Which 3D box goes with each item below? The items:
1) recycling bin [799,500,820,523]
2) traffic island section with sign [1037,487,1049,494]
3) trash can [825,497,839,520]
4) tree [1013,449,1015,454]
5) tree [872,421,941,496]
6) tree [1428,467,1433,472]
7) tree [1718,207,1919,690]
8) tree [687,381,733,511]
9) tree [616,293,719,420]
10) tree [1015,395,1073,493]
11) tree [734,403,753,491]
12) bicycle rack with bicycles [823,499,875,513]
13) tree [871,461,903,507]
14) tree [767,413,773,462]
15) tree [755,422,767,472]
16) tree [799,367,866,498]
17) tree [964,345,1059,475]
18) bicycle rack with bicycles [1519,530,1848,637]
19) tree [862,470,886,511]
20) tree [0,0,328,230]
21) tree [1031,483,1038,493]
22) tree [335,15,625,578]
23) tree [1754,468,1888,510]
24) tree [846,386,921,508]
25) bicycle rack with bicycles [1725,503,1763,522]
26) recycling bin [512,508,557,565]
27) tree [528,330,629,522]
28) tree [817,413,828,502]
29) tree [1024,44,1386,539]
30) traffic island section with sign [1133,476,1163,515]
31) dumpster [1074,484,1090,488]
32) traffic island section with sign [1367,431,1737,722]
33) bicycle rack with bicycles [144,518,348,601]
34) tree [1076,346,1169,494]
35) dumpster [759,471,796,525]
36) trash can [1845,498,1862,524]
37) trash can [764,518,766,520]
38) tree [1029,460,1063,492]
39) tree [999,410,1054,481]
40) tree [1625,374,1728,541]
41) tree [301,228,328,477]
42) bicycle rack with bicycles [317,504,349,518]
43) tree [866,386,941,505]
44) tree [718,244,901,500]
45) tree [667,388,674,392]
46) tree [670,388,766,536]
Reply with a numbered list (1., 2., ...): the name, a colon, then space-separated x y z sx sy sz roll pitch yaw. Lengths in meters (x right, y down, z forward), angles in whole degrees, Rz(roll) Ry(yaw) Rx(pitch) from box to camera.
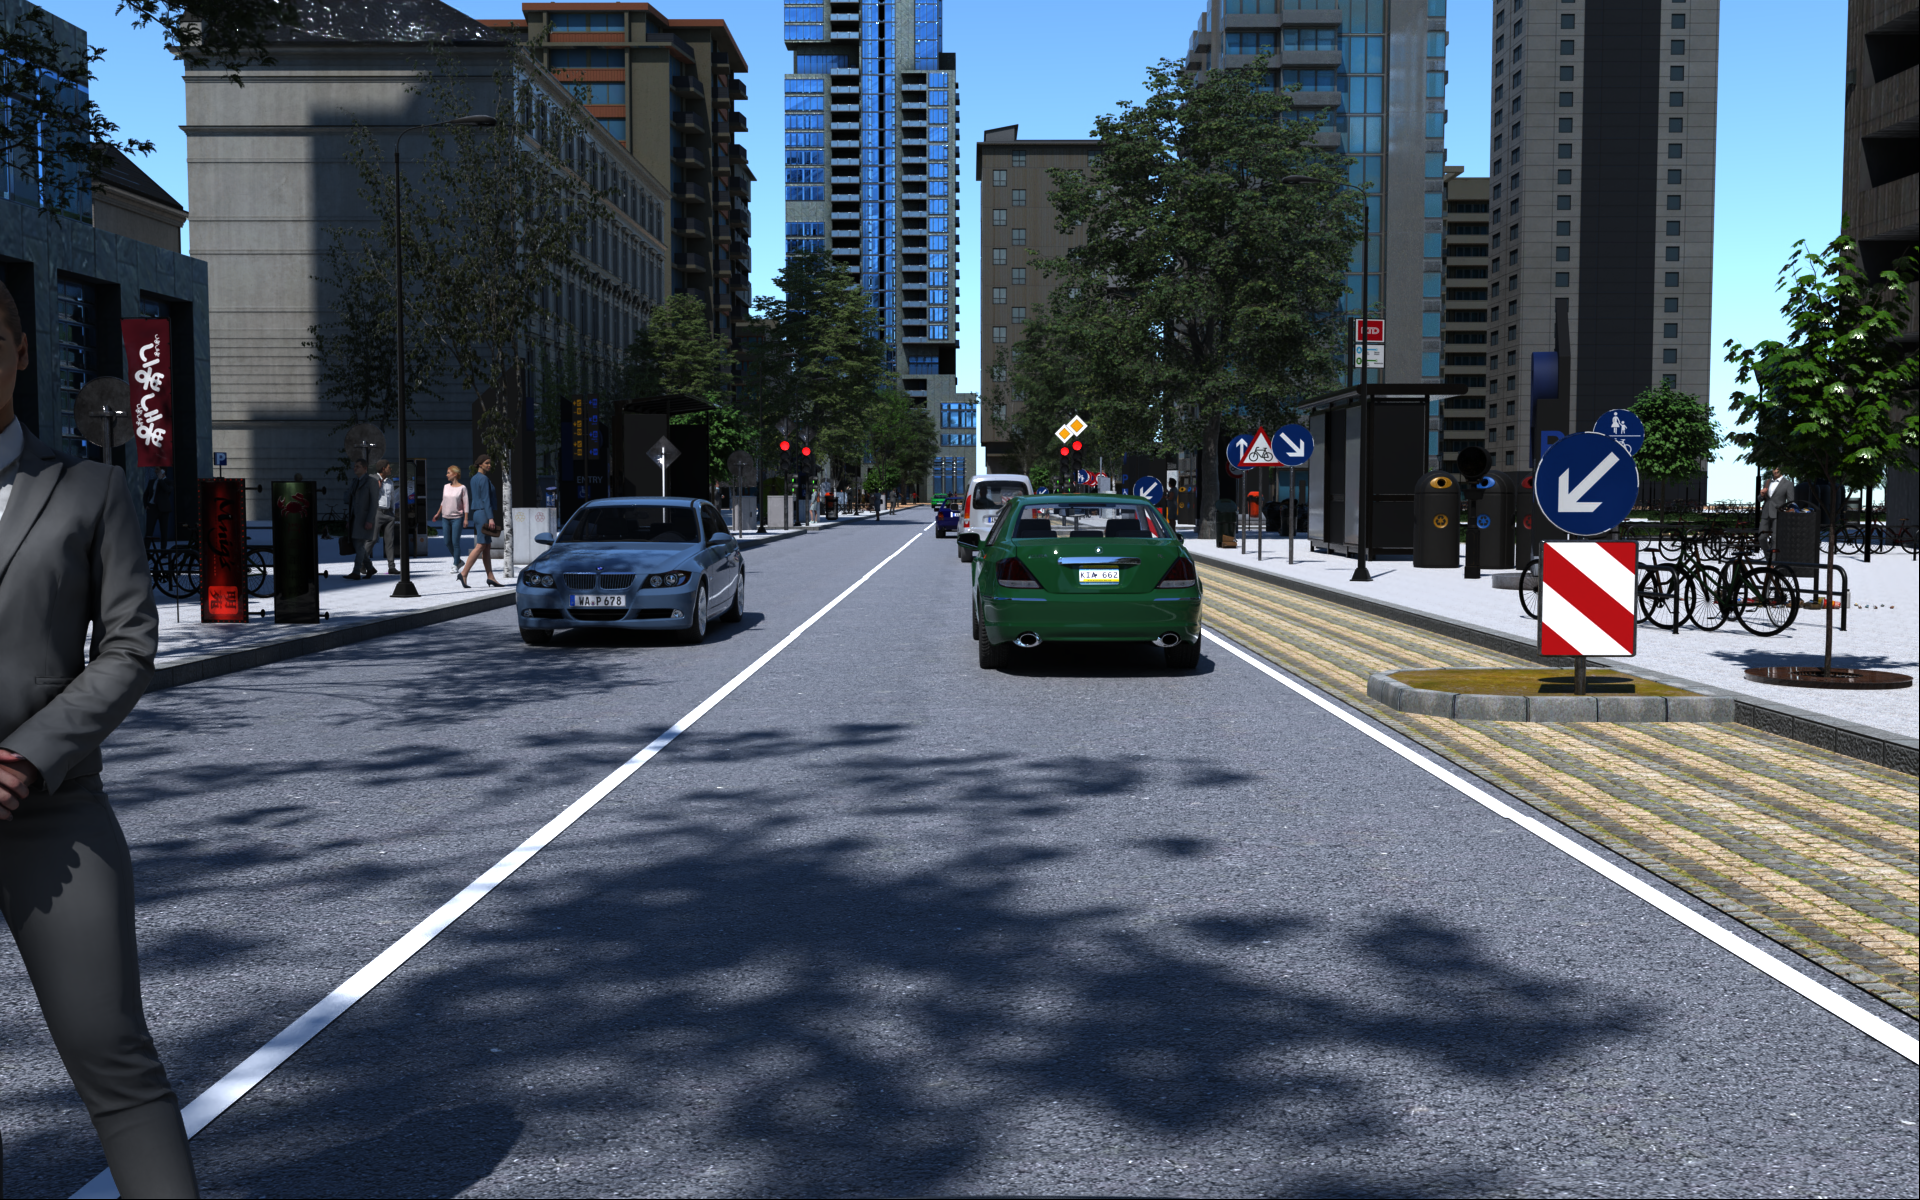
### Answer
1. recycling bin: -6.778 -3.986 77.730 0.722 1.027 0.722 3 5 40
2. traffic island section with sign: 4.354 -5.223 94.030 1.989 1.847 2.006 0 4 0
3. trash can: -6.300 -4.496 85.157 0.748 1.137 0.748 0 3 0
4. tree: 7.436 -13.245 166.910 4.360 8.622 3.978 0 3 0
5. tree: -6.749 -17.164 215.037 8.767 10.594 7.601 -1 4 -19
6. tree: 28.732 -6.904 107.479 1.663 3.219 1.824 0 3 0
7. tree: 6.071 -1.049 11.751 1.663 3.219 1.824 0 3 0
8. tree: -17.594 -9.806 110.691 4.360 8.622 3.978 0 3 0
9. tree: -16.102 -11.023 98.349 7.486 12.596 7.792 0 3 0
10. tree: 7.107 -10.795 126.862 4.360 8.622 3.978 0 3 0
11. tree: -16.956 -10.474 121.620 4.360 8.622 3.978 0 3 0
12. bicycle rack with bicycles: -7.242 -6.307 116.505 2.925 0.926 2.852 1 4 14
13. tree: -7.276 -11.367 169.556 4.285 4.588 4.351 0 3 0
14. tree: -16.613 -11.729 142.125 4.360 8.622 3.978 0 3 0
15. tree: -17.499 -11.134 132.397 4.360 8.622 3.978 0 3 0
16. tree: -7.217 -9.143 99.858 4.360 8.622 3.978 0 3 0
17. tree: 7.394 -22.306 220.595 12.611 20.169 13.585 0 3 0
18. bicycle rack with bicycles: 7.147 -0.204 16.713 2.852 0.926 2.925 -1 4 -11
19. tree: -6.996 -8.712 137.039 1.663 3.219 1.824 0 3 0
20. tree: -7.184 -4.619 9.938 8.767 10.594 7.601 3 5 42
21. tree: 6.994 -9.785 154.582 1.663 3.219 1.824 0 3 0
22. tree: -7.134 -4.638 26.200 4.360 8.622 3.978 0 3 0
23. tree: 62.630 -9.857 124.066 11.467 7.101 20.602 0 4 1
24. tree: -7.273 -14.330 160.054 9.928 11.665 9.643 0 3 0
25. bicycle rack with bicycles: 33.187 -3.556 71.530 2.925 0.926 2.852 1 4 11
26. recycling bin: -7.816 -1.175 31.770 0.722 1.027 0.722 0 4 -3
27. tree: -18.062 -7.832 78.411 4.737 8.622 4.395 0 3 0
28. tree: -10.792 -11.040 130.858 4.737 8.622 4.395 0 3 0
29. tree: 7.006 -8.706 48.995 9.857 13.997 8.962 0 3 0
30. traffic island section with sign: 4.021 -1.839 38.695 1.989 1.847 2.006 0 4 0
31. dumpster: 9.172 -7.922 132.023 1.502 2.255 1.985 0 4 0
32. traffic island section with sign: 3.864 -0.190 11.740 1.989 1.847 2.006 0 4 0
33. bicycle rack with bicycles: -9.670 -0.510 21.721 2.925 0.926 2.852 1 4 14
34. tree: 7.281 -7.900 79.523 4.737 8.622 4.395 0 3 0
35. dumpster: -7.639 -4.254 72.042 1.502 2.255 1.985 0 4 0
36. trash can: 36.234 -3.590 70.350 0.748 1.137 0.748 0 3 0
37. trash can: -9.133 -4.340 82.620 0.748 1.137 0.748 0 3 0
38. tree: 7.164 -9.511 139.215 4.285 4.588 4.351 0 3 0
39. tree: 7.713 -15.702 191.136 7.601 10.594 8.767 0 4 -2
40. tree: 19.411 -3.906 47.580 4.285 4.588 4.351 0 3 0
41. tree: -15.407 -5.834 45.755 4.360 8.622 3.978 0 3 0
42. bicycle rack with bicycles: -21.314 -2.924 61.193 2.852 0.926 2.925 1 4 19
43. tree: -6.569 -18.112 202.782 9.857 13.997 8.962 0 3 0
44. tree: -6.376 -9.853 79.230 7.486 12.596 7.792 0 3 0
45. tree: -16.884 -8.199 84.413 4.360 8.622 3.978 0 3 0
46. tree: -7.750 -4.277 53.635 4.285 4.588 4.351 0 3 0
